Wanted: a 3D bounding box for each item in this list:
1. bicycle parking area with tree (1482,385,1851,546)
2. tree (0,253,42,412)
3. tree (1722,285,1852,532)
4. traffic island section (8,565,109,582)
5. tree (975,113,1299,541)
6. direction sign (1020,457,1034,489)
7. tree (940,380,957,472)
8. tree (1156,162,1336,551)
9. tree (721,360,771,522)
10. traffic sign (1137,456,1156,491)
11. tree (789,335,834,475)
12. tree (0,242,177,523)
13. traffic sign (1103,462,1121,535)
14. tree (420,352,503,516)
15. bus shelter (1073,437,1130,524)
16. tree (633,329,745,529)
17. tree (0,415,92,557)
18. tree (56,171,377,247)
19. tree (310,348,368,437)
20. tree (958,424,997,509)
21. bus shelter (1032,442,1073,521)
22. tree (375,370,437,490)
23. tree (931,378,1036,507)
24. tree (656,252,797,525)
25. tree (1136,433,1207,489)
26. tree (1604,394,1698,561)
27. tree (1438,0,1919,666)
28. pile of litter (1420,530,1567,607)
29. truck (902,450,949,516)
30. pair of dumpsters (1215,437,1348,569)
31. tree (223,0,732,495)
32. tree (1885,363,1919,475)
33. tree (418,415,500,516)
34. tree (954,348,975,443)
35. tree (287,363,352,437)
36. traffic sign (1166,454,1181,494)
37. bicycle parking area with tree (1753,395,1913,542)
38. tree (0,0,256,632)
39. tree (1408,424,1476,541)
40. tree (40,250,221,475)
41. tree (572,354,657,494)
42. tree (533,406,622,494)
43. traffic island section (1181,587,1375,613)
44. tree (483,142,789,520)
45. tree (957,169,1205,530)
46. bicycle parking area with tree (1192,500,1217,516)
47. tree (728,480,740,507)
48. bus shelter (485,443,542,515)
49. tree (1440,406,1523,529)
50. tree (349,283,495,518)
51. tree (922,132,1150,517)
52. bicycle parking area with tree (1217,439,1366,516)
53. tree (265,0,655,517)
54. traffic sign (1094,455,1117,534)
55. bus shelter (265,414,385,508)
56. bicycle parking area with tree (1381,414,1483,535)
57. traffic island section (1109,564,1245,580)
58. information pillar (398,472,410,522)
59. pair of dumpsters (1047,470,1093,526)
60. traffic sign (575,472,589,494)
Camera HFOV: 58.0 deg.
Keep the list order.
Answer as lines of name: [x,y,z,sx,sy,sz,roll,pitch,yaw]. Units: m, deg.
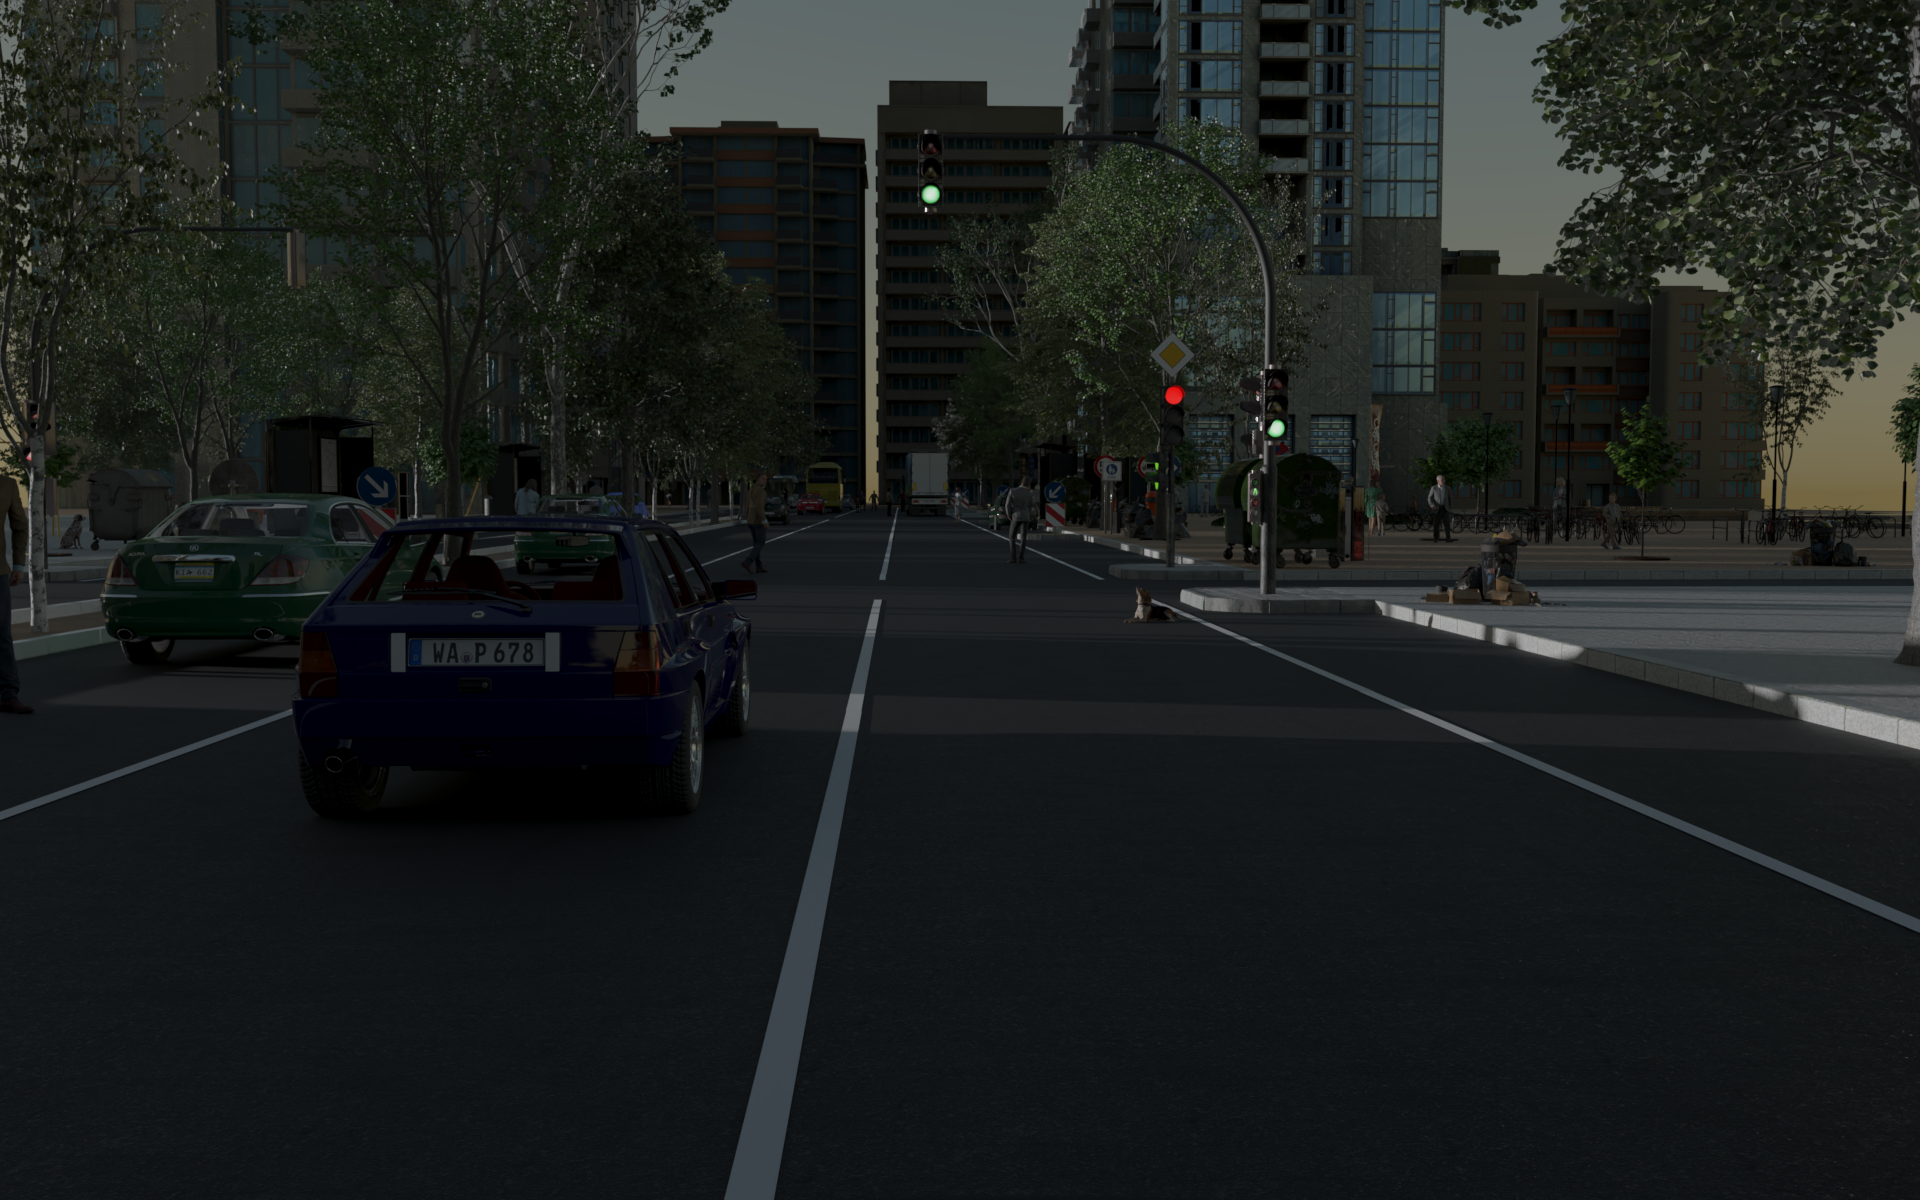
bicycle parking area with tree: [19.071,-3.636,46.447,8.231,4.147,9.016,2,4,26]
tree: [-39.179,-9.373,63.620,12.009,13.543,11.850,0,3,0]
tree: [27.592,-6.576,57.886,4.360,8.622,3.978,0,3,0]
traffic island section: [-15.729,-0.449,29.625,2.009,0.180,2.903,0,4,-2]
tree: [5.675,-7.453,47.620,9.928,11.665,9.643,0,3,0]
direction sign: [4.081,-6.943,105.508,0.876,3.537,0.379,-1,4,-17]
tree: [2.080,-13.681,141.817,7.486,12.596,7.792,0,3,0]
tree: [6.586,-5.428,39.107,4.360,8.622,3.978,0,3,0]
tree: [-11.421,-8.176,86.503,4.737,8.622,4.395,0,3,0]
traffic sign: [6.152,-3.445,56.432,0.768,2.556,0.104,0,4,3]
tree: [-11.716,-10.653,93.634,9.611,12.733,9.660,0,3,0]
tree: [-41.358,-9.236,76.761,9.928,11.665,9.643,0,3,0]
traffic sign: [4.775,-3.207,54.564,0.606,2.300,0.079,0,4,2]
tree: [-24.579,-8.255,85.327,4.360,8.622,3.978,0,3,0]
bus shelter: [6.164,-5.106,74.770,1.731,3.624,6.357,0,4,-2]
tree: [-10.868,-7.158,69.850,4.360,8.622,3.978,0,3,0]
tree: [-18.817,-2.505,35.558,1.663,3.219,1.824,0,3,0]
tree: [-26.594,-8.184,59.564,9.928,11.665,9.643,0,3,0]
tree: [-31.327,-8.236,85.029,4.360,8.622,3.978,0,3,0]
tree: [1.838,-12.257,150.767,4.737,8.622,4.395,0,3,0]
bus shelter: [4.485,-5.525,81.613,1.731,3.624,6.357,0,4,-2]
tree: [-32.068,-9.266,101.860,4.737,8.622,4.395,0,3,0]
tree: [2.043,-15.900,170.327,12.009,13.543,11.850,0,3,0]
tree: [-11.467,-9.761,80.178,7.486,12.596,7.792,0,3,0]
tree: [9.893,-5.961,81.180,4.285,4.588,4.351,0,3,0]
tree: [13.454,-2.391,33.691,1.663,3.219,1.824,0,3,0]
tree: [7.483,-6.472,12.465,9.857,13.997,8.962,0,3,0]
pile of litter: [6.242,-0.390,20.343,1.176,0.858,1.719,-2,4,-29]
truck: [-2.274,-7.686,114.578,2.839,4.237,11.283,0,4,-4]
pair of dumpsters: [5.840,-1.789,31.744,1.574,2.255,4.437,0,4,-2]
tree: [-11.485,-11.384,44.477,12.611,20.169,13.585,0,3,0]
tree: [20.891,-3.183,35.763,4.285,4.588,4.351,0,3,0]
tree: [-19.471,-5.125,67.507,4.285,4.588,4.351,0,3,0]
tree: [3.178,-11.300,110.506,9.928,11.665,9.643,0,3,0]
tree: [-36.537,-9.048,98.297,4.737,8.622,4.395,0,3,0]
traffic sign: [6.544,-3.327,54.497,0.768,2.556,0.104,0,4,6]
bicycle parking area with tree: [29.457,-3.833,49.672,9.016,4.147,8.231,0,4,-6]
tree: [-9.547,-3.980,17.892,4.360,8.622,3.978,0,3,0]
tree: [13.220,-3.258,47.866,1.663,3.219,1.824,0,3,0]
tree: [-42.717,-11.138,88.767,9.857,13.997,8.962,0,3,0]
tree: [-20.694,-10.319,103.133,7.601,10.594,8.767,0,4,-6]
tree: [-20.817,-8.740,93.254,4.360,8.622,3.978,0,3,0]
traffic island section: [3.975,-0.001,22.302,2.009,0.180,2.903,0,4,-2]
tree: [-10.832,-8.364,56.223,9.611,12.733,9.660,0,3,0]
tree: [4.920,-8.757,61.306,7.486,12.596,7.792,0,3,0]
bicycle parking area with tree: [17.773,-6.970,100.967,9.016,4.147,8.231,3,5,41]
tree: [-22.839,-10.978,174.084,1.663,3.219,1.824,0,3,0]
bus shelter: [-21.045,-5.574,82.415,1.731,3.624,6.357,0,4,-2]
tree: [19.416,-4.971,64.990,4.285,4.588,4.351,0,3,0]
tree: [-28.950,-10.736,93.667,7.486,12.596,7.792,0,3,0]
tree: [4.221,-14.509,93.109,12.611,20.169,13.585,0,3,0]
bicycle parking area with tree: [18.007,-6.286,89.770,8.231,4.147,9.016,0,4,4]
tree: [-9.734,-6.417,33.135,9.928,11.665,9.643,0,3,0]
traffic sign: [4.699,-3.413,55.906,0.768,2.556,0.104,0,4,-1]
bus shelter: [-19.557,-3.814,53.650,1.731,3.624,6.357,0,4,-2]
bicycle parking area with tree: [19.030,-4.364,58.353,9.016,4.147,8.231,0,4,6]
traffic island section: [3.701,-0.489,30.283,2.009,0.180,2.903,0,4,-2]
information pillar: [-18.430,-3.240,57.466,0.304,2.012,0.304,0,4,-5]
pair of dumpsters: [4.519,-4.211,71.344,1.574,2.255,4.437,0,4,-2]
traffic sign: [-21.166,-5.922,96.931,0.768,2.556,0.104,0,4,2]
